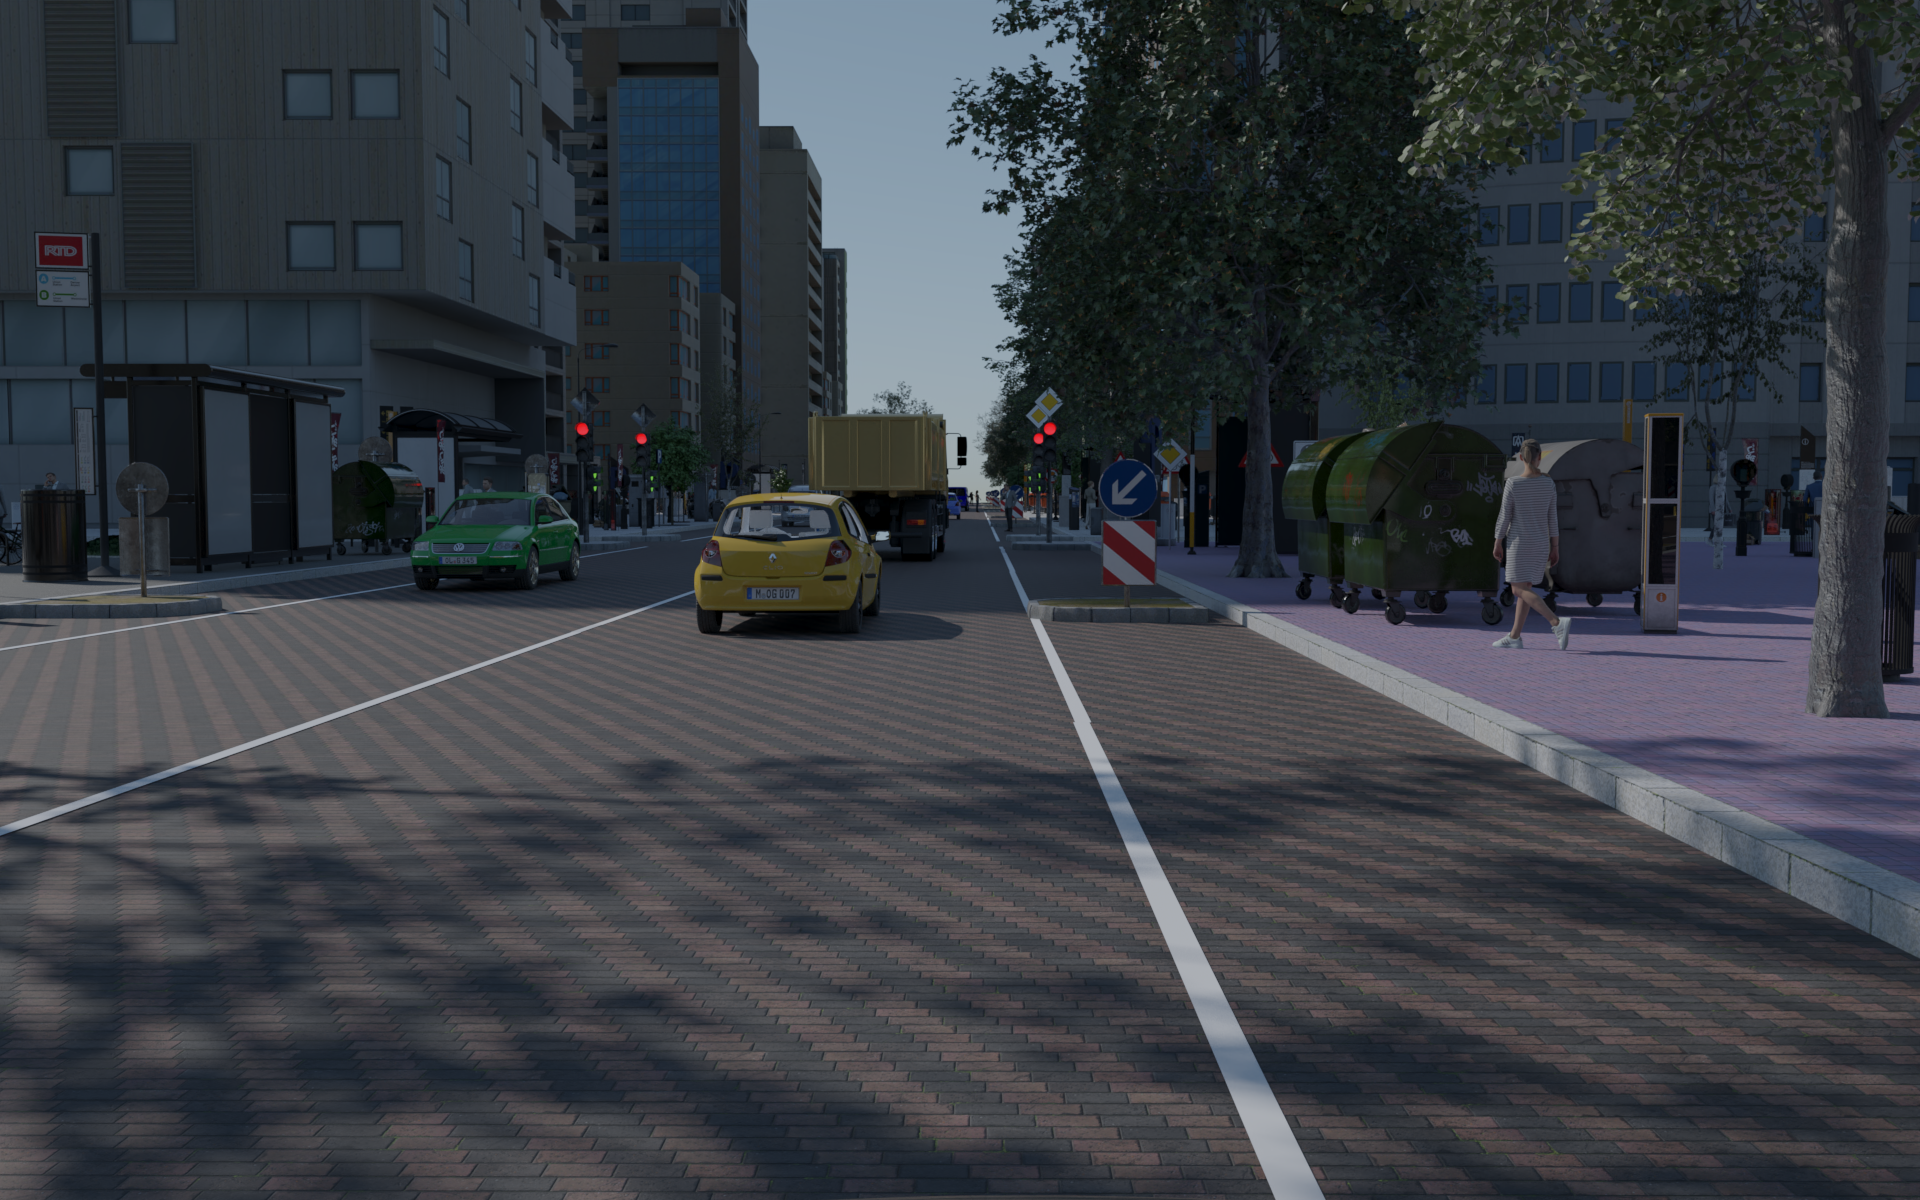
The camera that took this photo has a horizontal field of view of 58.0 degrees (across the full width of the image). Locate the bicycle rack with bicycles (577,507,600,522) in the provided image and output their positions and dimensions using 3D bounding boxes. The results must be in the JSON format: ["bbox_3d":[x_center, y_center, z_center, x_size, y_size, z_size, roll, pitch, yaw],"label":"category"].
[{"bbox_3d":[-16.512,-3.952,77.994,2.925,0.926,2.852,0,4,-3],"label":"bicycle rack with bicycles"}]

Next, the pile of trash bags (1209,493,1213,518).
[{"bbox_3d":[13.644,-5.155,94.033,1.912,1.369,3.447,1,4,15],"label":"pile of trash bags"}]

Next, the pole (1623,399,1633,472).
[{"bbox_3d":[14.357,-2.659,37.323,0.158,3.312,0.155,0,3,0],"label":"pole"}]

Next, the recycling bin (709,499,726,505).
[{"bbox_3d":[-12.999,-4.904,92.734,0.722,1.027,0.722,2,4,33],"label":"recycling bin"}]

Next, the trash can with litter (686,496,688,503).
[{"bbox_3d":[-20.575,-7.116,127.740,1.055,1.170,0.624,-1,4,-10],"label":"trash can with litter"}]

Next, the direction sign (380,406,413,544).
[{"bbox_3d":[-14.501,-3.222,44.681,0.876,3.537,0.379,-3,4,-39],"label":"direction sign"}]

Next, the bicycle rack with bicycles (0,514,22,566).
[{"bbox_3d":[-17.703,-1.114,31.589,2.925,0.926,2.852,0,4,0],"label":"bicycle rack with bicycles"}]

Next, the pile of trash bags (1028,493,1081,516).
[{"bbox_3d":[6.141,-6.624,118.048,3.447,1.369,1.912,2,4,34],"label":"pile of trash bags"}]

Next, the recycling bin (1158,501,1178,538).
[{"bbox_3d":[5.124,-1.976,44.864,0.722,1.027,0.722,-1,4,-14],"label":"recycling bin"}]

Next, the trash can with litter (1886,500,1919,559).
[{"bbox_3d":[18.844,-1.407,34.396,1.055,1.170,0.624,2,4,33],"label":"trash can with litter"}]

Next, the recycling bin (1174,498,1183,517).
[{"bbox_3d":[12.740,-5.294,99.118,0.722,1.027,0.722,3,5,40],"label":"recycling bin"}]

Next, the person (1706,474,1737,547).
[{"bbox_3d":[18.386,-2.182,41.901,0.709,1.800,0.728,-1,4,-21],"label":"person"}]

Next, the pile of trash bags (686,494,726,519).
[{"bbox_3d":[-13.352,-4.926,90.299,1.912,1.369,3.447,-2,4,-24],"label":"pile of trash bags"}]

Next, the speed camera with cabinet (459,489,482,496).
[{"bbox_3d":[-17.878,-4.070,60.881,2.038,3.252,0.660,0,4,4],"label":"speed camera with cabinet"}]

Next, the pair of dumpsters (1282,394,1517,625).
[{"bbox_3d":[4.688,-1.004,18.911,1.574,2.255,4.437,0,4,0],"label":"pair of dumpsters"}]

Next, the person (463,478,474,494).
[{"bbox_3d":[-16.632,-3.205,58.546,0.391,1.810,0.635,0,4,-5],"label":"person"}]

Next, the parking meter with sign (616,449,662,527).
[{"bbox_3d":[-12.578,-4.370,67.704,1.738,3.016,0.543,0,4,6],"label":"parking meter with sign"}]

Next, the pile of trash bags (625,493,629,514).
[{"bbox_3d":[-20.894,-6.152,110.340,1.912,1.369,3.447,-1,4,-23],"label":"pile of trash bags"}]

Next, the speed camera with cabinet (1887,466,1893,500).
[{"bbox_3d":[59.807,-7.121,110.771,2.038,3.252,0.660,2,4,32],"label":"speed camera with cabinet"}]

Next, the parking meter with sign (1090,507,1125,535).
[{"bbox_3d":[4.925,-3.515,53.731,1.738,3.016,0.543,1,4,17],"label":"parking meter with sign"}]

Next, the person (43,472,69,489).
[{"bbox_3d":[-21.776,-2.173,41.754,0.592,1.802,0.473,1,4,20],"label":"person"}]

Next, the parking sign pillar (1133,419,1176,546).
[{"bbox_3d":[4.661,-3.339,43.057,1.447,3.967,1.447,1,4,19],"label":"parking sign pillar"}]

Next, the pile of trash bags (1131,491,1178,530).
[{"bbox_3d":[6.748,-3.108,60.563,1.912,1.369,3.447,-1,4,-9],"label":"pile of trash bags"}]

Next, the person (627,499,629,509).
[{"bbox_3d":[-18.329,-5.555,97.212,0.694,1.780,0.624,2,4,25],"label":"person"}]

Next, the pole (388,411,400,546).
[{"bbox_3d":[-14.007,-2.997,42.850,0.158,3.312,0.155,0,3,0],"label":"pole"}]

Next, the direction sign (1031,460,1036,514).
[{"bbox_3d":[4.760,-7.276,110.960,0.379,3.537,0.876,2,4,31],"label":"direction sign"}]

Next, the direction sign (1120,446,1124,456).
[{"bbox_3d":[7.534,-5.430,80.785,0.379,3.537,0.876,1,4,15],"label":"direction sign"}]

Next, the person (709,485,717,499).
[{"bbox_3d":[-14.280,-5.721,99.847,0.793,1.790,0.793,1,4,9],"label":"person"}]

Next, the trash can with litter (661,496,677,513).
[{"bbox_3d":[-18.838,-6.190,112.590,1.055,1.170,0.624,-2,4,-31],"label":"trash can with litter"}]

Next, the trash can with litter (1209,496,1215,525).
[{"bbox_3d":[10.396,-3.709,71.698,1.678,1.210,2.233,1,4,9],"label":"trash can with litter"}]

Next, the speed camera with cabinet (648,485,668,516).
[{"bbox_3d":[-18.237,-6.642,102.940,2.038,3.252,0.660,3,5,39],"label":"speed camera with cabinet"}]

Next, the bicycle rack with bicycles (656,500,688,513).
[{"bbox_3d":[-19.693,-6.306,116.492,2.925,0.926,2.852,-2,4,-30],"label":"bicycle rack with bicycles"}]

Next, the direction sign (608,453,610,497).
[{"bbox_3d":[-19.630,-6.415,96.877,0.379,3.537,0.876,-1,4,-18],"label":"direction sign"}]

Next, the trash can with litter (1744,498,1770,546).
[{"bbox_3d":[19.902,-1.965,43.507,0.624,1.170,1.055,2,4,35],"label":"trash can with litter"}]

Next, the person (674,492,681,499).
[{"bbox_3d":[-18.566,-6.592,114.102,0.520,1.790,0.573,-2,4,-33],"label":"person"}]

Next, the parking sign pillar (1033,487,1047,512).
[{"bbox_3d":[5.923,-8.235,123.107,1.447,3.967,1.447,0,4,6],"label":"parking sign pillar"}]

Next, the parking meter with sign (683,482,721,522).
[{"bbox_3d":[-11.992,-5.142,80.328,1.738,3.016,0.543,0,4,-8],"label":"parking meter with sign"}]

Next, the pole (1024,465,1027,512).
[{"bbox_3d":[4.554,-7.749,120.545,0.158,3.312,0.155,0,3,0],"label":"pole"}]

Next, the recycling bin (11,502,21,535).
[{"bbox_3d":[-29.309,-2.567,54.517,0.722,1.027,0.722,0,4,0],"label":"recycling bin"}]

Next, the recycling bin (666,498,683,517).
[{"bbox_3d":[-16.310,-5.281,98.899,0.722,1.027,0.722,1,4,22],"label":"recycling bin"}]

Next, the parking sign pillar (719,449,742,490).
[{"bbox_3d":[-13.567,-6.980,102.594,1.447,3.967,1.447,1,4,15],"label":"parking sign pillar"}]

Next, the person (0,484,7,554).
[{"bbox_3d":[-20.505,-1.853,36.519,0.709,1.800,0.728,-1,4,-18],"label":"person"}]

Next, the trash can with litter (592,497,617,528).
[{"bbox_3d":[-13.645,-3.368,66.459,0.624,1.170,1.055,1,4,16],"label":"trash can with litter"}]

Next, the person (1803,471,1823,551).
[{"bbox_3d":[19.273,-1.994,38.822,0.721,1.800,0.419,1,4,15],"label":"person"}]

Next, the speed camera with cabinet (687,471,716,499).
[{"bbox_3d":[-18.576,-7.962,124.521,2.038,3.252,0.660,-3,4,-38],"label":"speed camera with cabinet"}]

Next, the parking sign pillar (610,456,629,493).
[{"bbox_3d":[-24.348,-8.277,123.800,1.447,3.967,1.447,0,4,4],"label":"parking sign pillar"}]
